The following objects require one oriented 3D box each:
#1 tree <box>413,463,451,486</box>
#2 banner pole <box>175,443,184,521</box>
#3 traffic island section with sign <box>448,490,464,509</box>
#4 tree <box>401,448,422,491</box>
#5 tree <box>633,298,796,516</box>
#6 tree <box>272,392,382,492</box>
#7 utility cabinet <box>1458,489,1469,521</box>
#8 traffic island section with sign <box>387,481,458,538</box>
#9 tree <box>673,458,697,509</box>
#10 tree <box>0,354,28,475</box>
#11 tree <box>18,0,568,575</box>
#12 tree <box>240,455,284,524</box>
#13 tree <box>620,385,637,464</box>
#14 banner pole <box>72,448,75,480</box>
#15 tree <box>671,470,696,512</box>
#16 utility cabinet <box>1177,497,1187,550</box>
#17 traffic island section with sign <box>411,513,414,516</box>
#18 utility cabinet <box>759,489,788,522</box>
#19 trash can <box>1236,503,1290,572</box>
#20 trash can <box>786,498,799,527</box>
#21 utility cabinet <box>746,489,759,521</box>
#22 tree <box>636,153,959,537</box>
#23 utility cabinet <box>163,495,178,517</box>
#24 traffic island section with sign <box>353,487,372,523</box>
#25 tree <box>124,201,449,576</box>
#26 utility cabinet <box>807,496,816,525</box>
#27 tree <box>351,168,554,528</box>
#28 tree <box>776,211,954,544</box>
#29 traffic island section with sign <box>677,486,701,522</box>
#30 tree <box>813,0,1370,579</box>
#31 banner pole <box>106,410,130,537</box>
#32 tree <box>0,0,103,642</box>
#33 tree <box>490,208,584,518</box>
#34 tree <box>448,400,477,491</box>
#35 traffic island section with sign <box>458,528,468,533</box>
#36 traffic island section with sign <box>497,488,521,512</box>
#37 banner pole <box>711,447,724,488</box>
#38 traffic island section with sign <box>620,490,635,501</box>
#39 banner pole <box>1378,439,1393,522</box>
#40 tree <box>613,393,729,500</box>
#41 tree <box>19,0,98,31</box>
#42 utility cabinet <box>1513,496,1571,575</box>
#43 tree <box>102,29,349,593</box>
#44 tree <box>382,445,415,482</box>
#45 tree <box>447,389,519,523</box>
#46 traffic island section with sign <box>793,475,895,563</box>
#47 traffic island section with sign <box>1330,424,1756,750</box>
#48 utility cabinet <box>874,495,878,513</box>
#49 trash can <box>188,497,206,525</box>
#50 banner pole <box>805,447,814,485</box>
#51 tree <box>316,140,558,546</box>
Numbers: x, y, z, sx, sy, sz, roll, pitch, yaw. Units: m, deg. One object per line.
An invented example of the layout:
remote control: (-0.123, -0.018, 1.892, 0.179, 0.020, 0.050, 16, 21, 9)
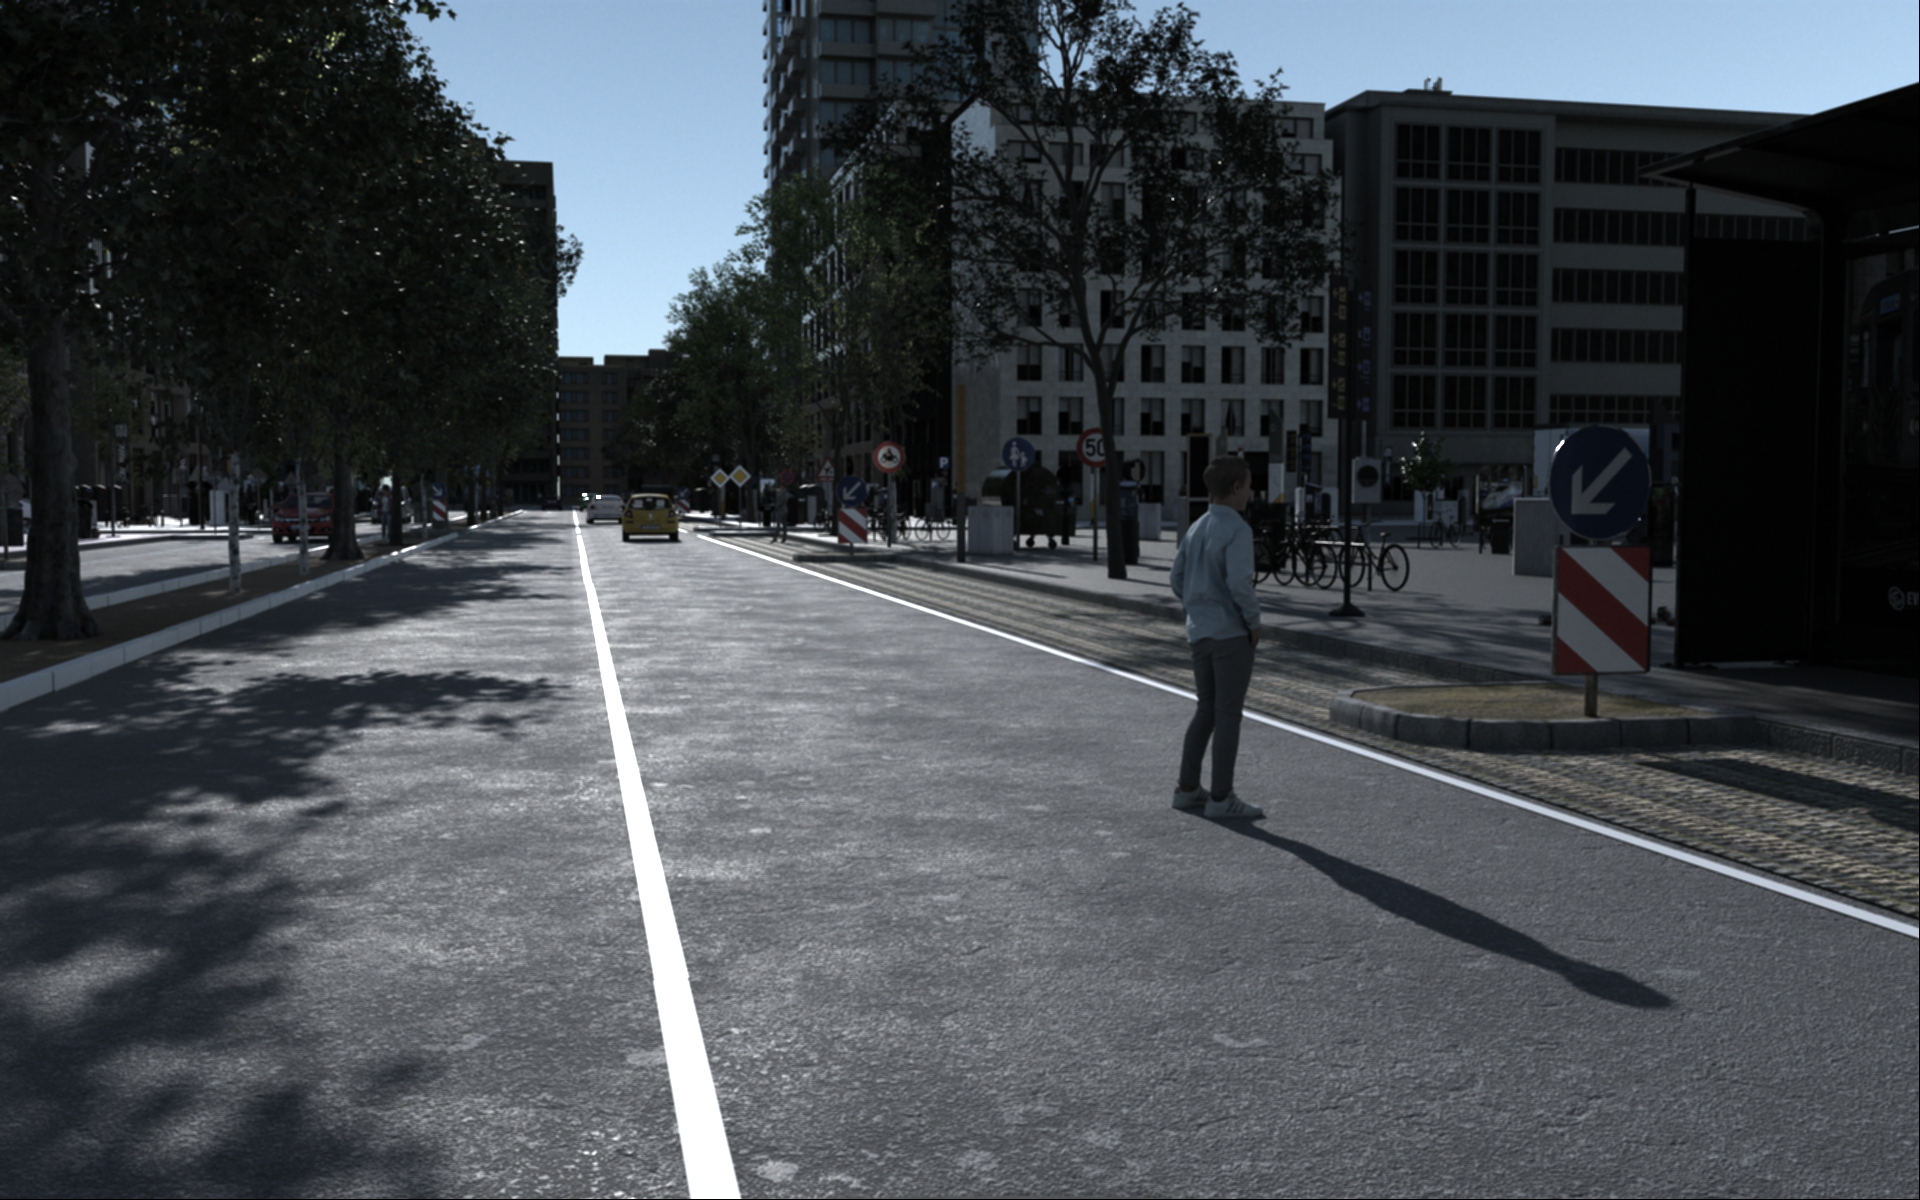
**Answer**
tree: (-56.287, -12.361, 185.820, 4.285, 4.588, 4.351, 0, 3, 0)
banner pole: (-37.543, -5.705, 83.294, 0.401, 3.779, 0.863, -1, 4, -11)
traffic island section with sign: (-47.481, -9.398, 162.281, 1.989, 1.847, 2.006, -1, 4, -13)
tree: (-45.299, -11.561, 139.384, 4.360, 8.622, 3.978, 0, 3, 0)
tree: (-14.277, -11.261, 101.124, 9.611, 12.733, 9.660, 0, 3, 0)
tree: (-34.950, -10.623, 91.819, 7.486, 12.596, 7.792, 0, 3, 0)
utility cabinet: (24.048, -4.533, 82.798, 0.318, 1.500, 1.173, 0, 4, 4)
traffic island section with sign: (-17.637, -2.972, 56.732, 2.006, 1.907, 1.989, -1, 4, -13)
tree: (-24.246, -12.146, 148.941, 4.737, 8.622, 4.395, 0, 3, 0)
tree: (-23.781, -5.523, 40.670, 4.737, 8.622, 4.395, 0, 3, 0)
tree: (-13.494, -7.226, 37.604, 9.611, 12.733, 9.660, 0, 3, 0)
tree: (-30.197, -4.935, 75.292, 1.663, 3.219, 1.824, 0, 3, 0)
tree: (-9.435, -9.277, 77.434, 9.928, 11.665, 9.643, 0, 3, 0)
banner pole: (-42.865, -5.693, 83.095, 0.401, 3.779, 0.863, 3, 4, 37)
tree: (-19.325, -7.803, 122.186, 1.663, 3.219, 1.824, 0, 3, 0)
utility cabinet: (5.455, -1.783, 40.314, 0.306, 1.237, 1.020, 3, 5, 42)
traffic island section with sign: (-36.480, -6.402, 113.296, 1.989, 1.847, 2.006, -1, 4, -13)
utility cabinet: (-8.518, -4.333, 79.525, 1.173, 1.500, 0.318, -1, 4, -18)
trash can: (5.103, -1.047, 28.765, 0.748, 1.137, 0.748, 0, 3, 0)
trash can: (-6.729, -3.485, 68.639, 0.748, 1.137, 0.748, 0, 3, 0)
utility cabinet: (-9.625, -4.511, 82.437, 1.173, 1.500, 0.318, 2, 4, 32)
tree: (-3.598, -7.739, 52.287, 9.928, 11.665, 9.643, 0, 3, 0)
utility cabinet: (-44.956, -5.360, 98.792, 1.020, 1.237, 0.306, 1, 4, 15)
traffic island section with sign: (-30.563, -4.793, 86.996, 1.989, 1.847, 2.006, -1, 4, -13)
tree: (-11.317, -4.700, 29.659, 4.737, 8.622, 4.395, 0, 3, 0)
utility cabinet: (-6.207, -3.764, 72.703, 0.306, 1.237, 1.020, -1, 4, -10)
tree: (-20.333, -9.679, 67.358, 9.857, 13.997, 8.962, 0, 3, 0)
tree: (-1.902, -5.742, 44.250, 4.360, 8.622, 3.978, 0, 3, 0)
traffic island section with sign: (-14.606, -5.014, 90.614, 1.989, 1.847, 2.006, -1, 4, -13)
tree: (2.295, -5.626, 26.406, 8.767, 10.594, 7.601, -1, 4, -21)
banner pole: (-25.178, -3.778, 51.795, 0.401, 3.779, 0.863, 2, 4, 24)
tree: (-9.060, -5.967, 17.029, 9.611, 12.733, 9.660, 0, 3, 0)
tree: (-29.590, -15.066, 104.673, 12.611, 20.169, 13.585, 0, 3, 0)
tree: (-16.942, -6.228, 54.655, 4.737, 8.622, 4.395, 0, 3, 0)
traffic island section with sign: (-19.253, -3.414, 63.961, 2.006, 1.907, 1.989, -1, 4, -13)
traffic island section with sign: (-35.745, -7.898, 137.274, 2.006, 1.907, 1.989, -1, 4, -13)
banner pole: (-12.774, -6.226, 91.818, 0.863, 3.779, 0.401, 0, 4, 1)
traffic island section with sign: (-31.667, -9.656, 166.508, 1.989, 1.847, 2.006, -1, 4, -13)
banner pole: (19.366, -5.442, 78.997, 0.863, 3.779, 0.401, -1, 4, -19)
tree: (-20.501, -11.892, 128.840, 7.601, 10.594, 8.767, 0, 4, 7)
tree: (-6.120, -5.669, 5.523, 12.009, 13.543, 11.850, 0, 3, 0)
utility cabinet: (9.317, -0.997, 27.456, 1.020, 1.237, 0.306, 1, 4, 12)
tree: (-10.570, -4.419, 25.071, 4.360, 8.622, 3.978, 0, 3, 0)
tree: (-42.642, -12.648, 124.927, 7.486, 12.596, 7.792, 0, 3, 0)
tree: (-24.102, -8.153, 86.129, 4.360, 8.622, 3.978, 0, 3, 0)
traffic island section with sign: (-2.529, -1.731, 36.932, 1.989, 1.847, 2.006, -1, 4, -13)
traffic island section with sign: (3.386, -0.123, 10.632, 1.989, 1.847, 2.006, -1, 4, -13)
utility cabinet: (-3.866, -4.713, 88.217, 1.020, 1.237, 0.306, 0, 4, -4)
trash can: (-32.058, -3.738, 72.764, 0.748, 1.137, 0.748, 0, 3, 0)
banner pole: (-8.066, -6.270, 92.524, 0.401, 3.779, 0.863, -3, 5, -41)
tree: (-15.414, -7.284, 47.303, 9.928, 11.665, 9.643, 0, 3, 0)
